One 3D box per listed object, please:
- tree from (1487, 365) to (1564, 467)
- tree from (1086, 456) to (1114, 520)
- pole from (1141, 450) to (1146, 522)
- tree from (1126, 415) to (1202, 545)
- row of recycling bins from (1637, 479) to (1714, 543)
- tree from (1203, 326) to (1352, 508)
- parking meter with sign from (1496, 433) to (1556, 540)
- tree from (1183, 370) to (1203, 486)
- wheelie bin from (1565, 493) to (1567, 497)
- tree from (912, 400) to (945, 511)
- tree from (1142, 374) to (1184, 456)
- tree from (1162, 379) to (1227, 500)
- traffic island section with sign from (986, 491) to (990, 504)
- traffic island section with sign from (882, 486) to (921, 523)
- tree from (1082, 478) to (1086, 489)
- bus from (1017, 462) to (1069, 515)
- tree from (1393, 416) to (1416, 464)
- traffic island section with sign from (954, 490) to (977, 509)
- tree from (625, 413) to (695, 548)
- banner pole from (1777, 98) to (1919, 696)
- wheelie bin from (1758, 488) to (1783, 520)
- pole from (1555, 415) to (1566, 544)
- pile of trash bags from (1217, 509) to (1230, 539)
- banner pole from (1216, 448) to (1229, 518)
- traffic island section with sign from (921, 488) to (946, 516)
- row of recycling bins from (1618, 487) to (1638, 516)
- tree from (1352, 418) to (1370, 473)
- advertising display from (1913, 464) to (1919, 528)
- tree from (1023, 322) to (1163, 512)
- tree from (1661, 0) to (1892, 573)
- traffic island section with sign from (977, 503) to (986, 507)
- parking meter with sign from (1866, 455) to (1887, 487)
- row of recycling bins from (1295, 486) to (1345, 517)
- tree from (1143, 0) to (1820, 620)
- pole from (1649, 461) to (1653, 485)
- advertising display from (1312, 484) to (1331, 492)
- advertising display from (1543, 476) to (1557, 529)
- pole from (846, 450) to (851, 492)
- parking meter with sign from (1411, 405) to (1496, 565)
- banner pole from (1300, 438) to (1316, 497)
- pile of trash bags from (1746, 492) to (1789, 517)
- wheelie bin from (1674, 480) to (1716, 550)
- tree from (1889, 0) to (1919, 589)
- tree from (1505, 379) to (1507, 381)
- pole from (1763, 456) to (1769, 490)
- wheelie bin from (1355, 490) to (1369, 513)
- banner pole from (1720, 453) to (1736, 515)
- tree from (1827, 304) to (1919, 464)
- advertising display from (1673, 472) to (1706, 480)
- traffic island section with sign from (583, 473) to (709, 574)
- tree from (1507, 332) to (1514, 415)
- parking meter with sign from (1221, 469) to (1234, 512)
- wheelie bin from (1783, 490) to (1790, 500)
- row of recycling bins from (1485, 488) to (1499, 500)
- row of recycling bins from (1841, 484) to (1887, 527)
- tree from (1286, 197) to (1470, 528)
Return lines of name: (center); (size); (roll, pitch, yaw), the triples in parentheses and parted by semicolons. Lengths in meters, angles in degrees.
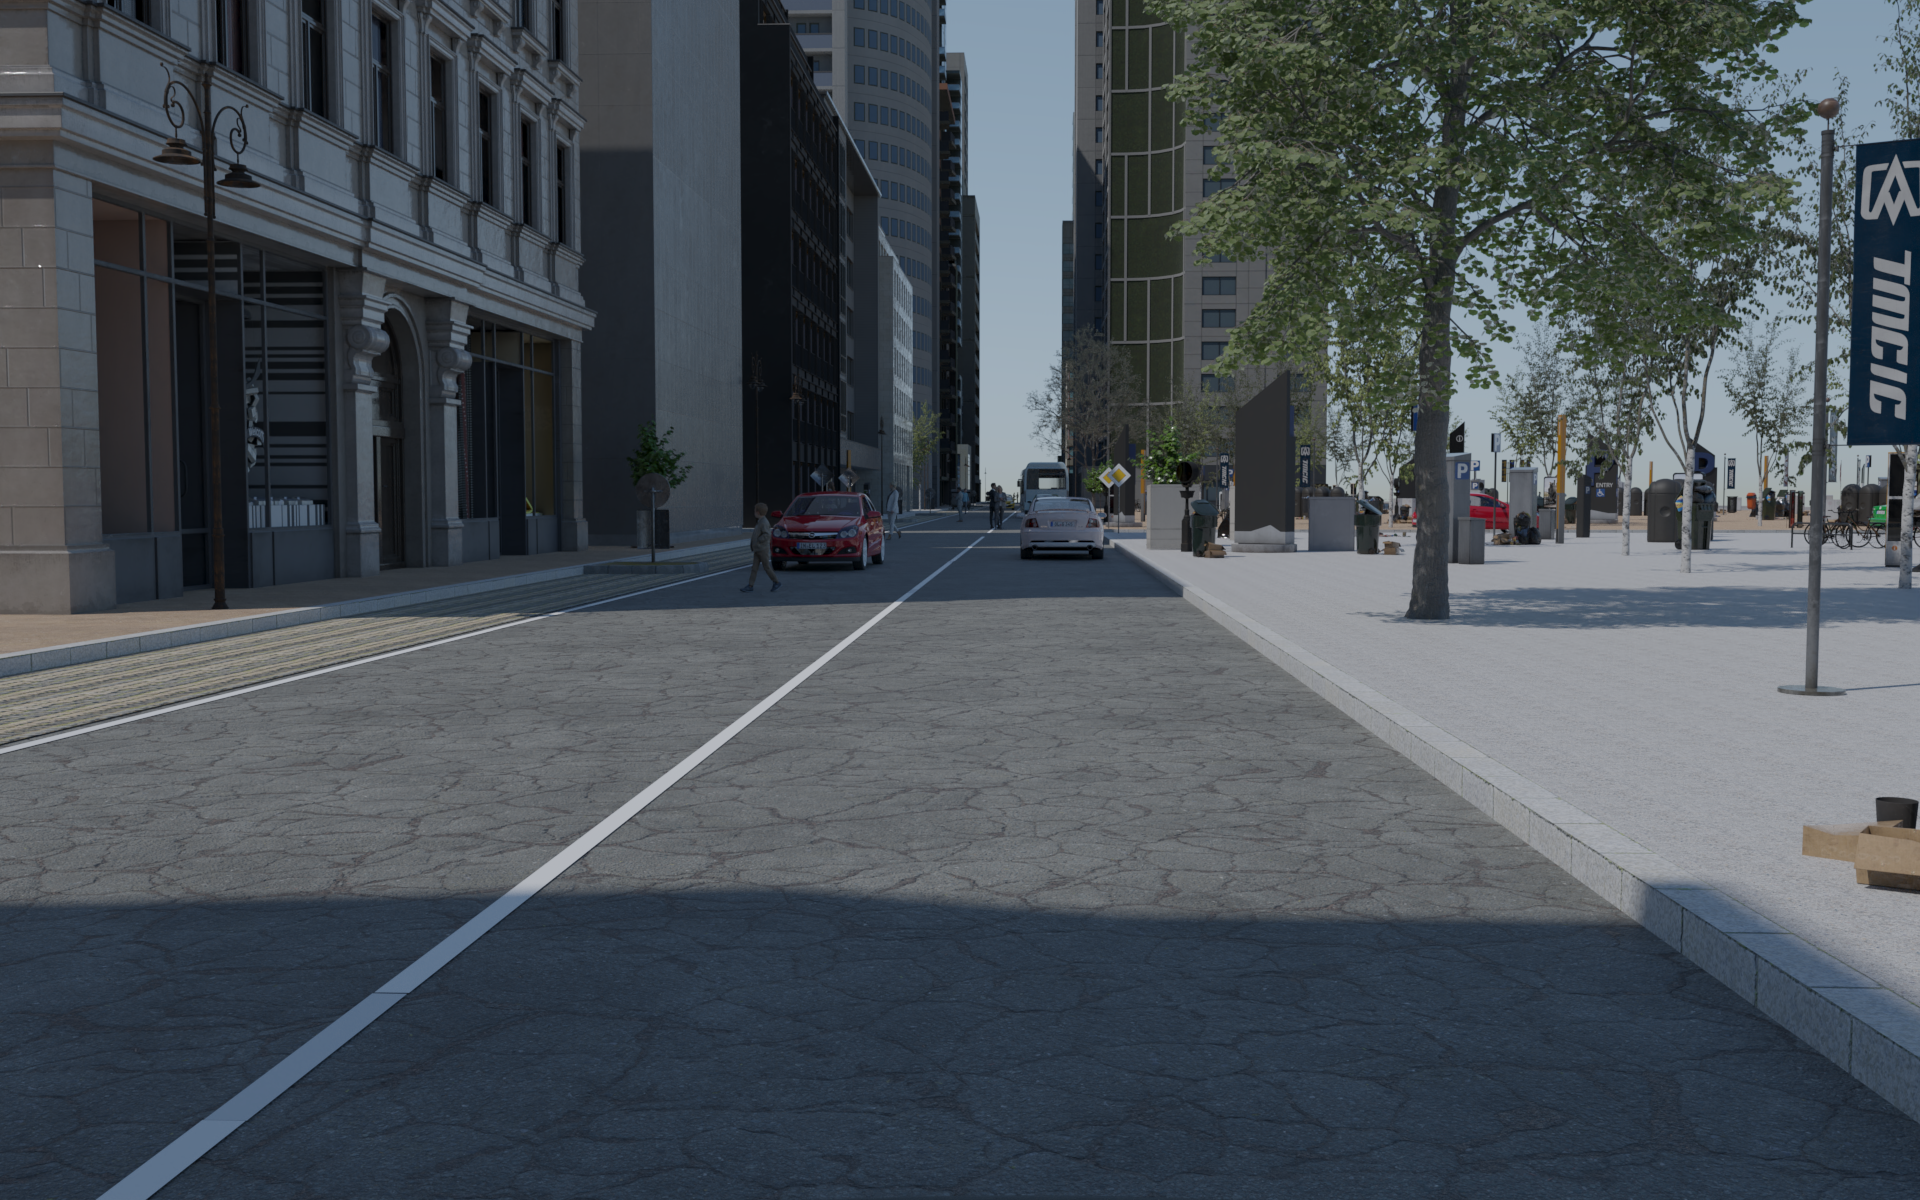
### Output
tree: (32.434, -9.124, 99.539); (4.737, 8.622, 4.395); (0, 3, 0)
tree: (7.657, -5.666, 87.241); (1.663, 3.219, 1.824); (0, 3, 0)
pole: (8.451, -5.263, 79.894); (0.158, 3.312, 0.155); (0, 3, 0)
tree: (5.164, -2.918, 42.307); (1.663, 3.219, 1.824); (0, 3, 0)
row of recycling bins: (19.625, -2.440, 47.007); (1.069, 1.692, 3.534); (3, 5, 40)
tree: (13.376, -7.511, 73.161); (4.360, 8.622, 3.978); (0, 3, 0)
parking meter with sign: (16.004, -3.236, 49.177); (1.738, 3.016, 0.543); (3, 4, 37)
tree: (14.930, -8.902, 95.917); (4.360, 8.622, 3.978); (0, 3, 0)
wheelie bin: (44.484, -7.367, 128.356); (0.980, 1.594, 0.693); (0, 4, -1)
tree: (-3.340, -11.245, 134.224); (4.737, 8.622, 4.395); (0, 3, 0)
tree: (13.005, -9.325, 102.827); (4.360, 8.622, 3.978); (0, 3, 0)
tree: (15.120, -9.799, 110.571); (4.737, 8.622, 4.395); (0, 3, 0)
traffic island section with sign: (4.078, -14.576, 246.948); (1.989, 1.847, 2.006); (0, 4, 3)
traffic island section with sign: (-3.160, -4.812, 87.305); (1.989, 1.847, 2.006); (0, 4, 3)
tree: (8.607, -6.735, 104.719); (1.663, 3.219, 1.824); (0, 3, 0)
bus: (5.075, -6.822, 106.406); (2.948, 3.499, 13.247); (0, 4, 1)
tree: (35.721, -11.285, 134.878); (4.360, 8.622, 3.978); (0, 3, 0)
traffic island section with sign: (0.322, -9.506, 164.045); (1.989, 1.847, 2.006); (0, 4, 3)
tree: (-7.349, -2.847, 41.155); (1.663, 3.219, 1.824); (0, 3, 0)
banner pole: (5.685, -1.279, 10.935); (0.863, 3.779, 0.401); (2, 4, 34)
wheelie bin: (39.554, -4.704, 84.812); (0.693, 1.594, 0.980); (0, 4, -1)
pole: (15.480, -3.105, 44.608); (0.158, 3.312, 0.155); (0, 3, 0)
pile of trash bags: (7.882, -2.460, 49.978); (3.447, 1.369, 1.912); (0, 4, 4)
banner pole: (14.081, -6.320, 93.341); (0.863, 3.779, 0.401); (1, 4, 14)
traffic island section with sign: (-1.913, -6.487, 114.694); (1.989, 1.847, 2.006); (0, 4, 3)
row of recycling bins: (39.359, -5.810, 102.104); (3.534, 1.692, 1.069); (1, 4, 15)
tree: (26.825, -10.496, 121.972); (4.360, 8.622, 3.978); (0, 3, 0)
advertising display: (20.410, -1.906, 36.373); (0.974, 1.923, 0.123); (1, 4, 20)
tree: (9.521, -13.111, 124.727); (12.009, 13.543, 11.850); (0, 3, 0)
tree: (11.799, -4.760, 28.191); (4.360, 8.622, 3.978); (0, 3, 0)
traffic island section with sign: (1.547, -11.153, 190.973); (1.989, 1.847, 2.006); (0, 4, 3)
parking meter with sign: (41.467, -4.963, 77.406); (1.738, 3.016, 0.543); (1, 4, 12)
row of recycling bins: (19.565, -5.368, 94.884); (1.069, 1.692, 3.534); (-3, 5, -40)
tree: (5.196, -6.095, 17.786); (7.486, 12.596, 7.792); (0, 3, 0)
pole: (43.009, -6.973, 107.853); (0.158, 3.312, 0.155); (0, 3, 0)
advertising display: (22.163, -6.198, 106.552); (0.974, 1.923, 0.123); (1, 4, 14)
advertising display: (21.669, -3.552, 63.292); (0.123, 1.923, 0.974); (-1, 4, -18)
pole: (-5.150, -5.282, 80.200); (0.158, 3.312, 0.155); (0, 3, 0)
parking meter with sign: (9.110, -2.197, 32.189); (0.543, 3.016, 1.738); (-1, 4, -21)
banner pole: (15.536, -5.331, 77.173); (0.863, 3.779, 0.401); (0, 4, 2)
pile of trash bags: (44.741, -5.286, 96.180); (3.447, 1.369, 1.912); (-3, 4, -36)
wheelie bin: (16.990, -1.961, 39.973); (0.980, 1.594, 0.693); (-2, 4, -28)
tree: (12.839, -4.474, 23.521); (4.360, 8.622, 3.978); (0, 3, 0)
tree: (23.914, -7.310, 69.879); (4.360, 8.622, 3.978); (0, 3, 0)
pole: (42.787, -6.002, 91.975); (0.158, 3.312, 0.155); (0, 3, 0)
wheelie bin: (20.947, -5.034, 90.221); (0.693, 1.594, 0.980); (0, 4, 6)
banner pole: (47.021, -7.094, 105.998); (0.863, 3.779, 0.401); (3, 4, 37)
tree: (28.639, -6.244, 52.459); (4.737, 8.622, 4.395); (0, 3, 0)
advertising display: (21.772, -2.848, 51.773); (0.123, 1.923, 0.974); (-3, 4, -39)
traffic island section with sign: (-5.685, -1.414, 31.742); (1.989, 1.847, 2.006); (0, 4, 3)
tree: (13.997, -5.245, 36.110); (4.360, 8.622, 3.978); (0, 3, 0)
parking meter with sign: (18.798, -7.706, 122.257); (0.543, 3.016, 1.738); (0, 4, -7)
wheelie bin: (57.448, -6.908, 120.847); (0.693, 1.594, 0.980); (-2, 4, -30)
row of recycling bins: (35.723, -6.826, 118.725); (1.069, 1.692, 3.534); (-1, 4, -16)
row of recycling bins: (36.244, -3.726, 68.028); (1.069, 1.692, 3.534); (-2, 4, -26)
tree: (9.773, -5.606, 42.016); (4.737, 8.622, 4.395); (0, 3, 0)
